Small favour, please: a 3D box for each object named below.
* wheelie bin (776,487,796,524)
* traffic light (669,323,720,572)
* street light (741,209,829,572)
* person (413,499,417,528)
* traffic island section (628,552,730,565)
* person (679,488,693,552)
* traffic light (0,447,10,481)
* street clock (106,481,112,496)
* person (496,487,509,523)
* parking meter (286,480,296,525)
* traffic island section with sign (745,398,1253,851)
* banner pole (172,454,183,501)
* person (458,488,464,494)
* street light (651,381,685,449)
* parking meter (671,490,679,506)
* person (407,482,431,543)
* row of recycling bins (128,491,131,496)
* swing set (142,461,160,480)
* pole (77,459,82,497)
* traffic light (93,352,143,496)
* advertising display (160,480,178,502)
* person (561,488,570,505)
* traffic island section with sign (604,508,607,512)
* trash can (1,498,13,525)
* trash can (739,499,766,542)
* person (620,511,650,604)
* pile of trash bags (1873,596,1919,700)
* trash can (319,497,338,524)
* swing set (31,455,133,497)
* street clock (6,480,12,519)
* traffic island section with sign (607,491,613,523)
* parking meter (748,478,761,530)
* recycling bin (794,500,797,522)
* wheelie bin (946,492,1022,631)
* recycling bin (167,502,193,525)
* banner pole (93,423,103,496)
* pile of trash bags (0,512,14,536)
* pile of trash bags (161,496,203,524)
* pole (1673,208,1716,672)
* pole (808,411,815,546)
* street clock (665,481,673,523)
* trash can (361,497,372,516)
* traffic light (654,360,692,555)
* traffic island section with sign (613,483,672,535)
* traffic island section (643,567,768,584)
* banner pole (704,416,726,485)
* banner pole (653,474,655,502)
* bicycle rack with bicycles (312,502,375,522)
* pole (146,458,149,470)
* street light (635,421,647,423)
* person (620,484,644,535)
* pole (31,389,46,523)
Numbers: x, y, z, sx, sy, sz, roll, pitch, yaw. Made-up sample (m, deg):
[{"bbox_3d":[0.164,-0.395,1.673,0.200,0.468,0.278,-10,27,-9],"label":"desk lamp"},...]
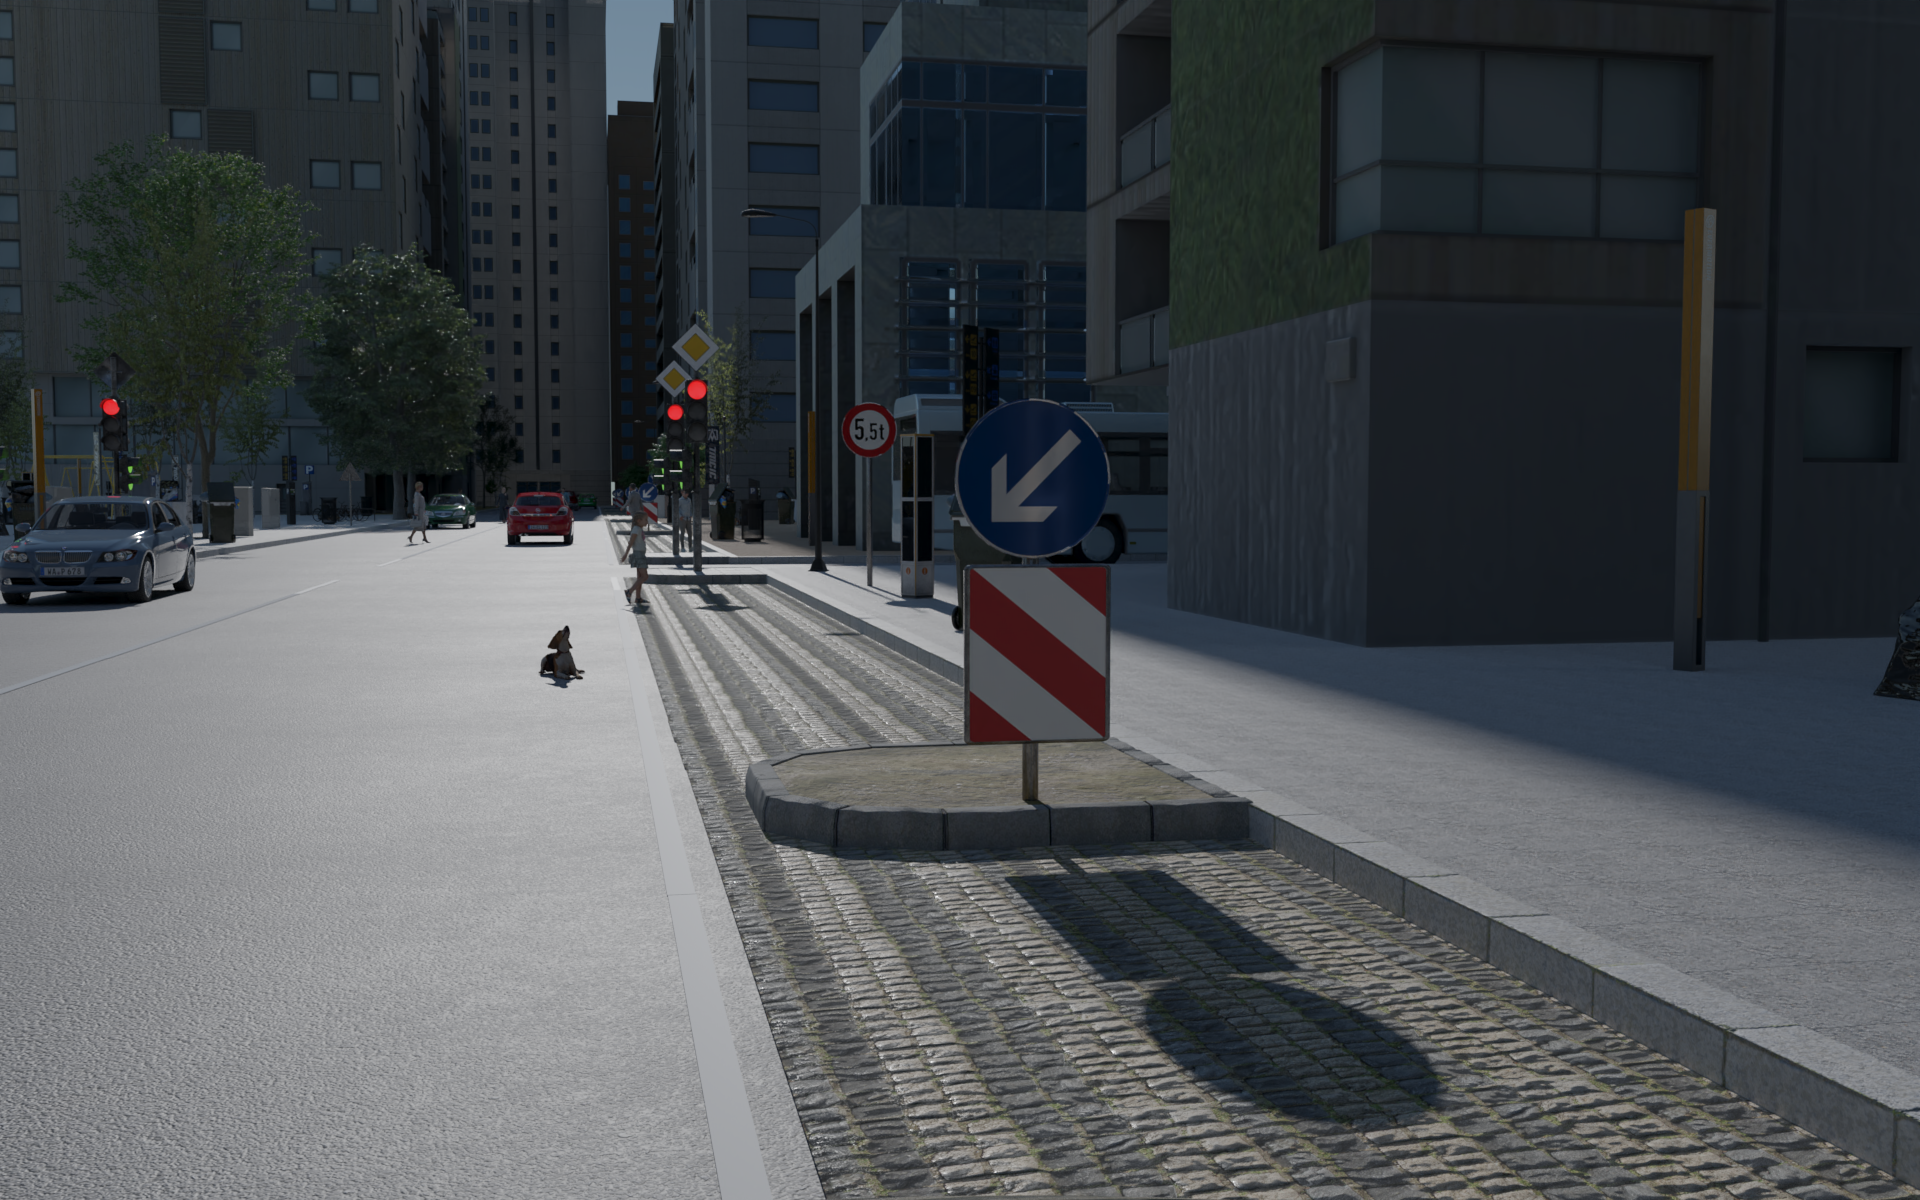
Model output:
[{"bbox_3d":[-7.409,-4.019,73.620,0.693,1.594,0.980,1,4,13],"label":"wheelie bin"},{"bbox_3d":[-4.371,-2.428,28.620,0.839,4.253,0.868,-1,4,-12],"label":"traffic light"},{"bbox_3d":[-2.883,-3.424,28.528,1.470,5.913,1.316,-1,4,-12],"label":"street light"},{"bbox_3d":[-22.660,-3.603,72.099,0.352,1.250,0.332,3,5,42],"label":"person"},{"bbox_3d":[-5.971,-0.873,36.558,2.009,0.180,2.903,-1,4,-12],"label":"traffic island section"},{"bbox_3d":[-6.799,-1.987,42.806,0.589,1.601,0.330,-3,5,-42],"label":"person"},{"bbox_3d":[-14.999,-2.291,26.381,0.839,4.253,0.868,-1,4,-12],"label":"traffic light"},{"bbox_3d":[-47.972,-5.691,97.617,0.358,2.002,0.471,-2,4,-27],"label":"street clock"},{"bbox_3d":[-22.729,-4.721,86.116,0.576,1.772,0.534,-3,4,-38],"label":"person"},{"bbox_3d":[-27.989,-4.083,72.465,0.255,1.863,0.399,-3,5,-44],"label":"parking meter"},{"bbox_3d":[0.048,0.044,7.901,1.989,1.847,2.006,-1,4,-12],"label":"traffic island section with sign"},{"bbox_3d":[-43.644,-6.526,96.711,0.863,3.779,0.401,1,4,13],"label":"banner pole"},{"bbox_3d":[-30.749,-5.998,106.905,0.599,1.781,0.374,-1,4,-13],"label":"person"},{"bbox_3d":[-11.869,-6.030,71.139,1.470,5.913,1.316,-1,4,-12],"label":"street light"},{"bbox_3d":[-13.686,-4.570,83.137,0.372,1.533,0.369,0,3,0],"label":"parking meter"},{"bbox_3d":[-15.773,-2.543,50.432,0.624,1.780,0.694,0,4,-1],"label":"person"},{"bbox_3d":[-40.716,-4.847,86.358,1.069,1.692,3.534,-1,4,-17],"label":"row of recycling bins"},{"bbox_3d":[-39.843,-5.188,82.445,3.119,2.851,2.862,-3,5,-42],"label":"swing set"},{"bbox_3d":[-50.977,-6.510,100.288,0.158,3.312,0.155,0,3,0],"label":"pole"},{"bbox_3d":[-16.639,-2.769,34.196,0.839,4.253,0.868,-1,4,-12],"label":"traffic light"},{"bbox_3d":[-37.077,-4.648,81.201,0.123,1.923,0.974,2,4,24],"label":"advertising display"},{"bbox_3d":[-23.825,-5.876,104.599,0.660,1.820,0.620,1,4,17],"label":"person"},{"bbox_3d":[-26.883,-7.800,136.150,1.989,1.847,2.006,-1,4,-12],"label":"traffic island section with sign"},{"bbox_3d":[-39.444,-3.689,71.967,0.748,1.137,0.748,0,3,0],"label":"trash can"},{"bbox_3d":[-5.555,-2.125,46.396,0.748,1.137,0.748,0,3,0],"label":"trash can"},{"bbox_3d":[-4.252,-0.561,22.683,0.382,1.210,0.505,0,4,-7],"label":"person"},{"bbox_3d":[7.632,-0.090,11.220,3.447,1.369,1.912,-2,4,-34],"label":"pile of trash bags"},{"bbox_3d":[-26.700,-3.770,73.289,0.748,1.137,0.748,0,3,0],"label":"trash can"},{"bbox_3d":[-37.202,-4.641,73.505,3.119,2.851,2.862,-1,4,-16],"label":"swing set"},{"bbox_3d":[-49.455,-5.245,90.318,0.471,2.002,0.358,2,4,23],"label":"street clock"},{"bbox_3d":[-16.656,-4.818,87.407,1.989,1.847,2.006,-1,4,-12],"label":"traffic island section with sign"},{"bbox_3d":[-7.363,-3.448,62.080,0.399,1.863,0.255,1,4,17],"label":"parking meter"},{"bbox_3d":[-7.208,-4.039,78.597,0.722,1.027,0.722,-3,5,-43],"label":"recycling bin"},{"bbox_3d":[0.310,-0.514,16.304,0.980,1.594,0.693,2,4,29],"label":"wheelie bin"},{"bbox_3d":[-25.339,-2.657,55.999,0.722,1.027,0.722,2,4,33],"label":"recycling bin"},{"bbox_3d":[-30.308,-4.338,60.951,0.863,3.779,0.401,3,5,44],"label":"banner pole"},{"bbox_3d":[-30.211,-2.673,53.464,1.912,1.369,3.447,1,4,21],"label":"pile of trash bags"},{"bbox_3d":[-33.574,-3.928,73.981,1.912,1.369,3.447,1,4,12],"label":"pile of trash bags"},{"bbox_3d":[5.306,-1.141,12.506,0.158,3.312,0.155,0,3,0],"label":"pole"},{"bbox_3d":[-3.655,-2.991,42.752,0.158,3.312,0.155,0,3,0],"label":"pole"},{"bbox_3d":[-12.956,-4.443,77.217,0.358,2.002,0.471,-2,4,-31],"label":"street clock"},{"bbox_3d":[-34.313,-5.413,100.154,0.748,1.137,0.748,0,3,0],"label":"trash can"},{"bbox_3d":[-6.012,-2.906,36.436,0.839,4.253,0.868,-1,4,-12],"label":"traffic light"},{"bbox_3d":[-11.051,-3.187,60.729,1.989,1.847,2.006,-1,4,-12],"label":"traffic island section with sign"},{"bbox_3d":[-4.330,-0.395,28.743,2.009,0.180,2.903,-1,4,-12],"label":"traffic island section"},{"bbox_3d":[-7.813,-4.026,55.846,0.863,3.779,0.401,0,4,-1],"label":"banner pole"},{"bbox_3d":[-17.486,-6.663,98.960,0.401,3.779,0.863,0,4,-5],"label":"banner pole"},{"bbox_3d":[-28.872,-4.143,81.125,2.925,0.926,2.852,-3,5,-43],"label":"bicycle rack with bicycles"},{"bbox_3d":[-43.905,-6.109,93.725,0.158,3.312,0.155,0,3,0],"label":"pole"},{"bbox_3d":[-19.925,-8.405,109.964,1.470,5.913,1.316,-1,4,-12],"label":"street light"},{"bbox_3d":[-11.124,-3.080,59.132,0.850,1.792,0.678,2,4,29],"label":"person"},{"bbox_3d":[-17.917,-2.438,33.703,0.158,3.312,0.155,0,3,0],"label":"pole"}]
